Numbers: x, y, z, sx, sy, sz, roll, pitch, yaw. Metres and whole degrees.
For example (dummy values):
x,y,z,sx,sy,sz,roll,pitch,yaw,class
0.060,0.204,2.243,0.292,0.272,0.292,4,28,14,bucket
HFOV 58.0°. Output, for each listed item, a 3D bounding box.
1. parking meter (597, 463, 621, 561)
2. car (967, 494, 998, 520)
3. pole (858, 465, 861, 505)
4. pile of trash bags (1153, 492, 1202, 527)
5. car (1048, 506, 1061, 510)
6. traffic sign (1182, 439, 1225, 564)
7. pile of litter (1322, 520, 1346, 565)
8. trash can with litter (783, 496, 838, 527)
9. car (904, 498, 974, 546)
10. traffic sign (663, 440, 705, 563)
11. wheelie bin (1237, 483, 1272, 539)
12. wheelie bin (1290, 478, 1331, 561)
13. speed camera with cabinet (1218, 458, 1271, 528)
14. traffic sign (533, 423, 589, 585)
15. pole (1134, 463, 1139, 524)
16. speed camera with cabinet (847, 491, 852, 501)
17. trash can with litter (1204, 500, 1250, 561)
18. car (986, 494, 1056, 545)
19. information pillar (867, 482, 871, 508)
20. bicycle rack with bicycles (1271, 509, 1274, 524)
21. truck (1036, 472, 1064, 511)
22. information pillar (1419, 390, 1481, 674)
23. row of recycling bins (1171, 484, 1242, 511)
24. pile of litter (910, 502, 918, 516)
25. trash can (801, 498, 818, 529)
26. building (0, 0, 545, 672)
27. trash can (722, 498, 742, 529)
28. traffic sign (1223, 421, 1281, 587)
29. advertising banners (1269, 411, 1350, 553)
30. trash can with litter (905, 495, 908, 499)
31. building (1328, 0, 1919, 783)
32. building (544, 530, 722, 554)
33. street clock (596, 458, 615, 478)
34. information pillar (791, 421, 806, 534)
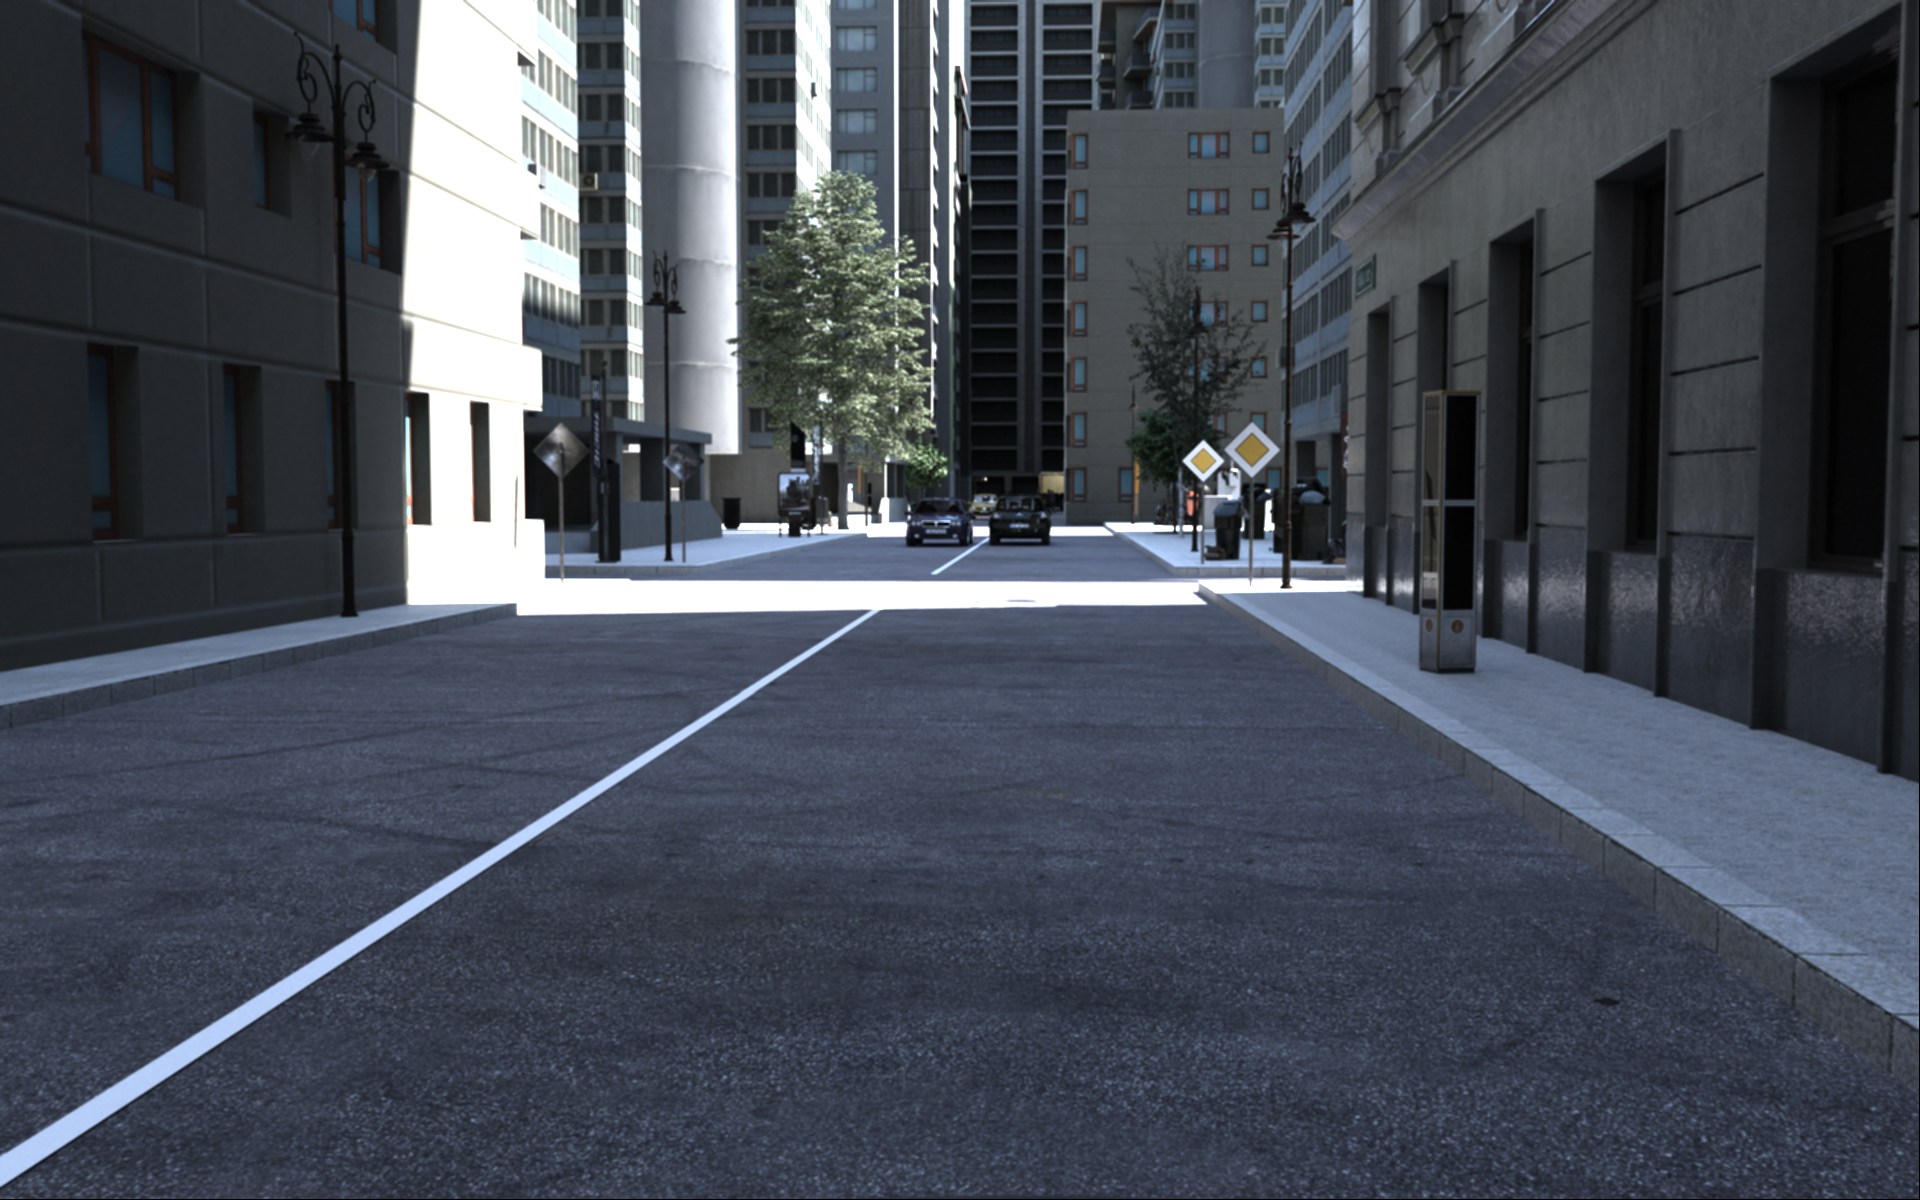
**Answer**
x,y,z,sx,sy,sz,roll,pitch,yaw,class
-6.697,-1.670,33.017,0.399,1.863,0.255,2,4,29,parking meter
1.455,-5.347,97.648,2.015,1.641,3.980,0,4,3,car
-5.618,-6.309,96.999,0.158,3.312,0.155,0,3,0,pole
9.008,-3.668,69.719,1.912,1.369,3.447,0,4,-7,pile of trash bags
8.709,-9.272,161.813,2.015,1.641,3.980,0,4,3,car
4.462,-1.723,31.820,0.795,2.450,0.064,0,4,3,traffic sign
7.425,-1.099,31.928,1.719,0.858,1.176,-1,4,-10,pile of litter
-5.689,-3.419,66.961,2.233,1.210,1.678,0,4,6,trash can with litter
-0.548,-2.205,48.638,1.945,1.354,3.894,0,4,3,car
-5.166,-1.758,32.384,0.795,2.450,0.064,0,4,3,traffic sign
8.371,-2.523,49.157,0.980,1.594,0.693,0,4,3,wheelie bin
6.711,-1.559,33.403,0.693,1.594,0.980,-2,4,-26,wheelie bin
10.721,-4.338,65.258,2.038,3.252,0.660,-1,4,-23,speed camera with cabinet
-5.618,-1.270,24.412,0.795,2.450,0.064,0,4,3,traffic sign
7.674,-4.975,75.179,0.158,3.312,0.155,0,3,0,pole
-6.826,-6.019,92.745,2.038,3.252,0.660,0,4,5,speed camera with cabinet
5.168,-1.364,33.696,0.624,1.170,1.055,2,4,31,trash can with litter
1.739,-2.443,49.737,2.009,1.686,4.222,0,4,3,car
-5.471,-6.129,104.708,0.304,2.012,0.304,0,4,-5,information pillar
12.823,-3.789,75.325,2.852,0.926,2.925,-2,4,-29,bicycle rack with bicycles
8.188,-9.410,149.779,3.469,3.379,9.791,0,4,4,truck
3.518,-0.487,12.455,0.304,2.012,0.304,-1,4,-12,information pillar
10.540,-3.981,72.202,3.534,1.692,1.069,1,4,11,row of recycling bins
-2.395,-5.231,99.493,1.719,0.858,1.176,-3,5,-43,pile of litter
-5.543,-3.147,63.099,0.748,1.137,0.748,0,3,0,trash can
-21.362,-10.214,12.043,28.899,21.520,27.650,0,4,3,building
-8.364,-3.170,63.482,0.748,1.137,0.748,0,3,0,trash can
4.010,-1.236,23.848,0.795,2.450,0.064,0,4,3,traffic sign
7.634,-2.501,37.079,2.074,3.025,0.090,2,4,31,advertising banners
-3.047,-5.729,104.721,2.233,1.210,1.678,1,4,20,trash can with litter
11.781,-13.693,0.299,17.030,29.872,44.131,0,4,3,building
-23.494,-21.533,43.941,32.217,40.220,23.993,0,4,3,building
-7.201,-1.875,35.224,0.471,2.002,0.358,-1,4,-19,street clock
-5.201,-3.926,55.549,0.504,3.616,0.183,1,4,16,information pillar
